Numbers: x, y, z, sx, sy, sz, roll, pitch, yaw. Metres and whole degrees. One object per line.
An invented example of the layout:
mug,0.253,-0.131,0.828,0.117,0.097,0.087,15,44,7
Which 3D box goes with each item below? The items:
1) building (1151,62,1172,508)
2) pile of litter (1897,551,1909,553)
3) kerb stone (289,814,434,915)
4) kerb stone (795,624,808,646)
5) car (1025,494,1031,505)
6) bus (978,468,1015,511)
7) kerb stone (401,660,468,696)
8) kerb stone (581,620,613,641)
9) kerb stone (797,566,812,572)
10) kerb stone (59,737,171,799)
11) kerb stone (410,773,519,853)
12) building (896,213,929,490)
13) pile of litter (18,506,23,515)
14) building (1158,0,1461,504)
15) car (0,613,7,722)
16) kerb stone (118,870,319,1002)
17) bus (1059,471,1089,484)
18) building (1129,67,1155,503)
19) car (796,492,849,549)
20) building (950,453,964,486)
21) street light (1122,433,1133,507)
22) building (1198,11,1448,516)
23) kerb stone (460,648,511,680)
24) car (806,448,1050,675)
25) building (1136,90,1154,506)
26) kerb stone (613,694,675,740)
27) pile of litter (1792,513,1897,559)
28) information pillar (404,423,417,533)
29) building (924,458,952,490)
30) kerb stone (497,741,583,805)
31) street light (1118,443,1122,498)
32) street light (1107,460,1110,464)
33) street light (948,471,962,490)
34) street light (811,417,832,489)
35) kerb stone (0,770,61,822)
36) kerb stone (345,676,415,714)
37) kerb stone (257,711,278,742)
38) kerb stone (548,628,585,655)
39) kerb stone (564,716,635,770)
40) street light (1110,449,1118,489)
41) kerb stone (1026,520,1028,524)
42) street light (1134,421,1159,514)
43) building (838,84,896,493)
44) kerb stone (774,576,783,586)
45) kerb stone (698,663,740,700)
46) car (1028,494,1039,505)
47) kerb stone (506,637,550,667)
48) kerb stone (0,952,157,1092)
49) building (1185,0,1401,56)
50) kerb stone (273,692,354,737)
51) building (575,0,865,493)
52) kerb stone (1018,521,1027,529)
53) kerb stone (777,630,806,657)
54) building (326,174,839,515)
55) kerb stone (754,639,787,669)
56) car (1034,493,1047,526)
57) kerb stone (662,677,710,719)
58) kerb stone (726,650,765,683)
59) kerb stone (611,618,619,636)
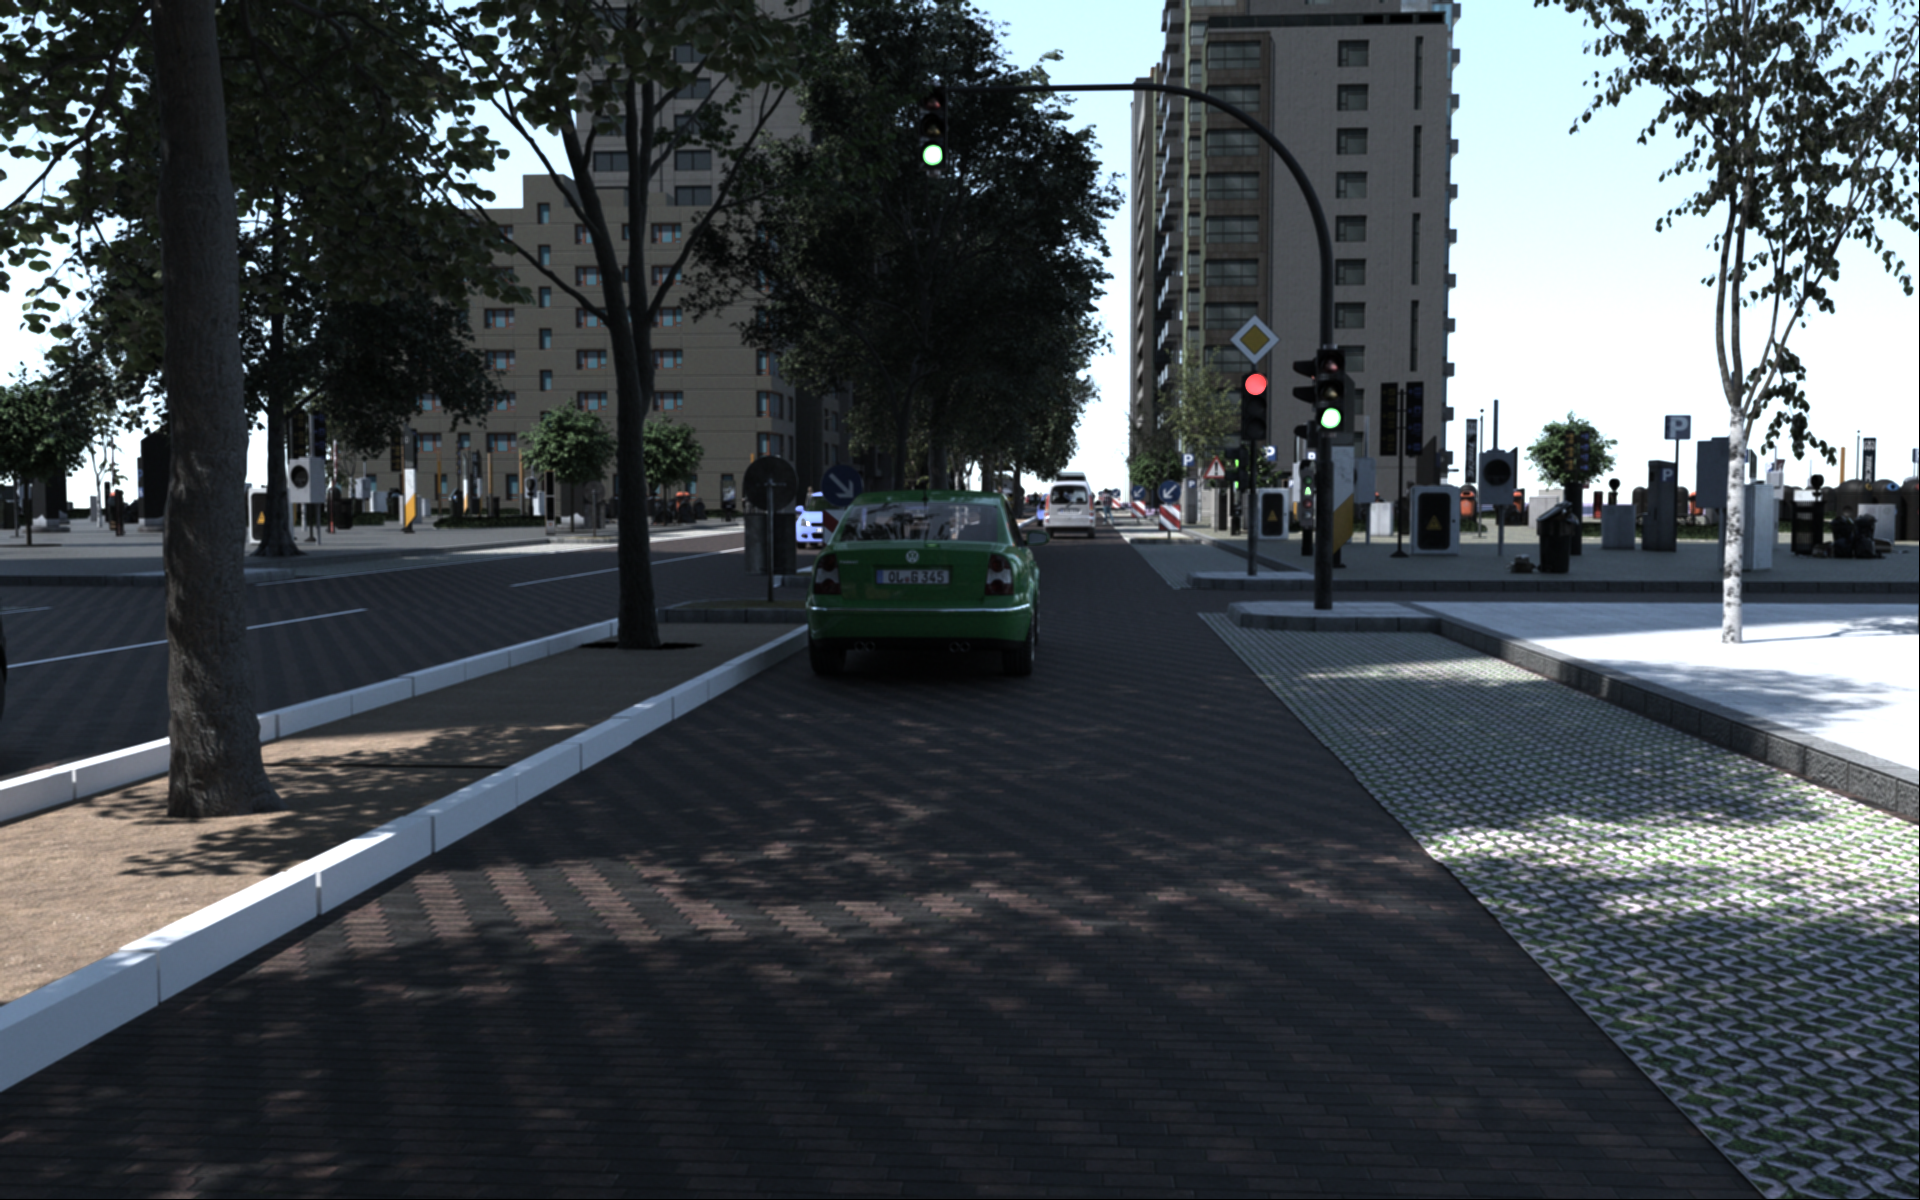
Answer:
building,25.591,-29.588,167.358,14.154,41.232,14.086,0,4,4
pile of litter,20.023,-1.482,38.192,1.719,0.858,1.176,2,4,33
kerb stone,-2.199,0.966,6.397,0.120,0.150,1.000,0,4,4
kerb stone,-1.485,0.340,16.628,0.120,0.150,1.000,0,4,4
car,9.956,-14.080,239.240,2.155,1.783,4.494,0,4,4
bus,3.061,-8.839,136.059,2.896,3.916,12.252,0,4,2
kerb stone,-3.863,0.582,12.685,0.120,0.150,1.000,0,4,4
kerb stone,-3.583,0.334,16.781,0.120,0.150,1.000,0,4,4
kerb stone,-2.671,-0.453,29.603,0.120,0.150,1.000,0,4,4
kerb stone,-4.150,0.832,8.585,0.120,0.150,1.000,0,4,4
kerb stone,-2.121,0.906,7.417,0.120,0.150,1.000,0,4,4
building,-14.613,-33.603,204.039,22.147,44.769,28.867,0,4,4
pile of litter,-42.171,-3.903,77.782,1.719,0.858,1.176,3,4,38
building,28.163,-32.113,144.655,23.786,49.044,30.456,0,4,4
car,-6.323,0.100,8.149,2.009,1.686,4.222,0,4,3
kerb stone,-2.277,1.029,5.378,0.120,0.150,1.000,0,4,4
bus,9.451,-9.284,146.654,2.948,3.499,13.247,0,4,4
building,34.615,-43.024,245.445,21.231,58.520,28.212,0,4,4
car,-3.367,-2.246,46.315,1.945,1.707,3.694,0,4,3
building,-6.857,-29.602,255.689,14.160,30.474,14.107,0,4,4
street light,13.363,-9.765,132.205,1.470,5.913,1.316,0,4,4
building,21.939,-20.590,108.346,14.160,30.474,14.107,0,4,4
kerb stone,-3.794,0.519,13.705,0.120,0.150,1.000,0,4,4
car,-0.208,-0.386,15.115,1.959,1.807,4.718,0,4,4
building,31.196,-35.059,196.921,21.300,48.544,21.600,0,4,4
kerb stone,-1.919,0.717,10.477,0.120,0.150,1.000,0,4,4
pile of litter,17.745,-1.281,34.902,1.719,0.858,1.176,3,4,38
information pillar,-18.069,-4.009,56.909,0.504,3.616,0.183,2,4,32
building,-15.972,-23.817,234.448,27.650,21.520,28.899,0,4,4
kerb stone,-2.054,0.847,8.437,0.120,0.150,1.000,0,4,4
street light,15.114,-11.176,155.272,1.470,5.913,1.316,0,4,4
street light,19.389,-14.855,215.417,1.470,5.913,1.316,0,4,4
street light,-0.850,-14.590,211.080,1.470,5.913,1.316,0,4,4
street light,-8.406,-8.085,104.730,1.470,5.913,1.316,0,4,4
kerb stone,-4.223,0.895,7.563,0.120,0.150,1.000,0,4,4
kerb stone,-3.938,0.654,11.652,0.120,0.150,1.000,0,4,4
kerb stone,-4.088,0.770,9.606,0.120,0.150,1.000,0,4,4
kerb stone,-3.641,0.394,15.756,0.120,0.150,1.000,0,4,4
kerb stone,-1.980,0.785,9.456,0.120,0.150,1.000,0,4,4
street light,17.636,-13.418,191.931,1.470,5.913,1.316,0,4,4
kerb stone,2.872,-3.446,78.530,0.120,0.150,1.000,0,4,4
street light,11.887,-8.373,109.443,1.470,5.913,1.316,0,4,4
building,-13.563,-29.214,161.244,14.154,41.232,14.086,0,4,4
kerb stone,-2.822,-0.328,27.559,0.120,0.150,1.000,0,4,4
kerb stone,-1.768,0.596,12.519,0.120,0.150,1.000,0,4,4
car,9.901,-13.122,226.341,2.131,1.459,4.920,0,4,3
kerb stone,-3.718,0.457,14.725,0.120,0.150,1.000,0,4,4
kerb stone,-2.343,1.094,4.358,0.120,0.150,1.000,0,4,4
building,22.795,-26.839,122.406,14.154,41.232,14.086,0,4,4
kerb stone,-4.005,0.713,10.631,0.120,0.150,1.000,0,4,4
building,-18.676,-43.065,142.364,20.563,71.187,20.611,0,4,4
kerb stone,2.807,-3.383,77.506,0.120,0.150,1.000,0,4,4
kerb stone,-1.552,0.406,15.592,0.120,0.150,1.000,0,4,4
building,-24.075,-16.766,119.167,27.650,21.520,28.899,0,4,4
kerb stone,-1.623,0.470,14.563,0.120,0.150,1.000,0,4,4
car,4.322,-4.192,78.134,1.945,1.707,3.694,0,4,2
kerb stone,-1.841,0.658,11.499,0.120,0.150,1.000,0,4,4
kerb stone,-1.700,0.529,13.540,0.120,0.150,1.000,0,4,4
kerb stone,-3.499,0.269,17.806,0.120,0.150,1.000,0,4,4
